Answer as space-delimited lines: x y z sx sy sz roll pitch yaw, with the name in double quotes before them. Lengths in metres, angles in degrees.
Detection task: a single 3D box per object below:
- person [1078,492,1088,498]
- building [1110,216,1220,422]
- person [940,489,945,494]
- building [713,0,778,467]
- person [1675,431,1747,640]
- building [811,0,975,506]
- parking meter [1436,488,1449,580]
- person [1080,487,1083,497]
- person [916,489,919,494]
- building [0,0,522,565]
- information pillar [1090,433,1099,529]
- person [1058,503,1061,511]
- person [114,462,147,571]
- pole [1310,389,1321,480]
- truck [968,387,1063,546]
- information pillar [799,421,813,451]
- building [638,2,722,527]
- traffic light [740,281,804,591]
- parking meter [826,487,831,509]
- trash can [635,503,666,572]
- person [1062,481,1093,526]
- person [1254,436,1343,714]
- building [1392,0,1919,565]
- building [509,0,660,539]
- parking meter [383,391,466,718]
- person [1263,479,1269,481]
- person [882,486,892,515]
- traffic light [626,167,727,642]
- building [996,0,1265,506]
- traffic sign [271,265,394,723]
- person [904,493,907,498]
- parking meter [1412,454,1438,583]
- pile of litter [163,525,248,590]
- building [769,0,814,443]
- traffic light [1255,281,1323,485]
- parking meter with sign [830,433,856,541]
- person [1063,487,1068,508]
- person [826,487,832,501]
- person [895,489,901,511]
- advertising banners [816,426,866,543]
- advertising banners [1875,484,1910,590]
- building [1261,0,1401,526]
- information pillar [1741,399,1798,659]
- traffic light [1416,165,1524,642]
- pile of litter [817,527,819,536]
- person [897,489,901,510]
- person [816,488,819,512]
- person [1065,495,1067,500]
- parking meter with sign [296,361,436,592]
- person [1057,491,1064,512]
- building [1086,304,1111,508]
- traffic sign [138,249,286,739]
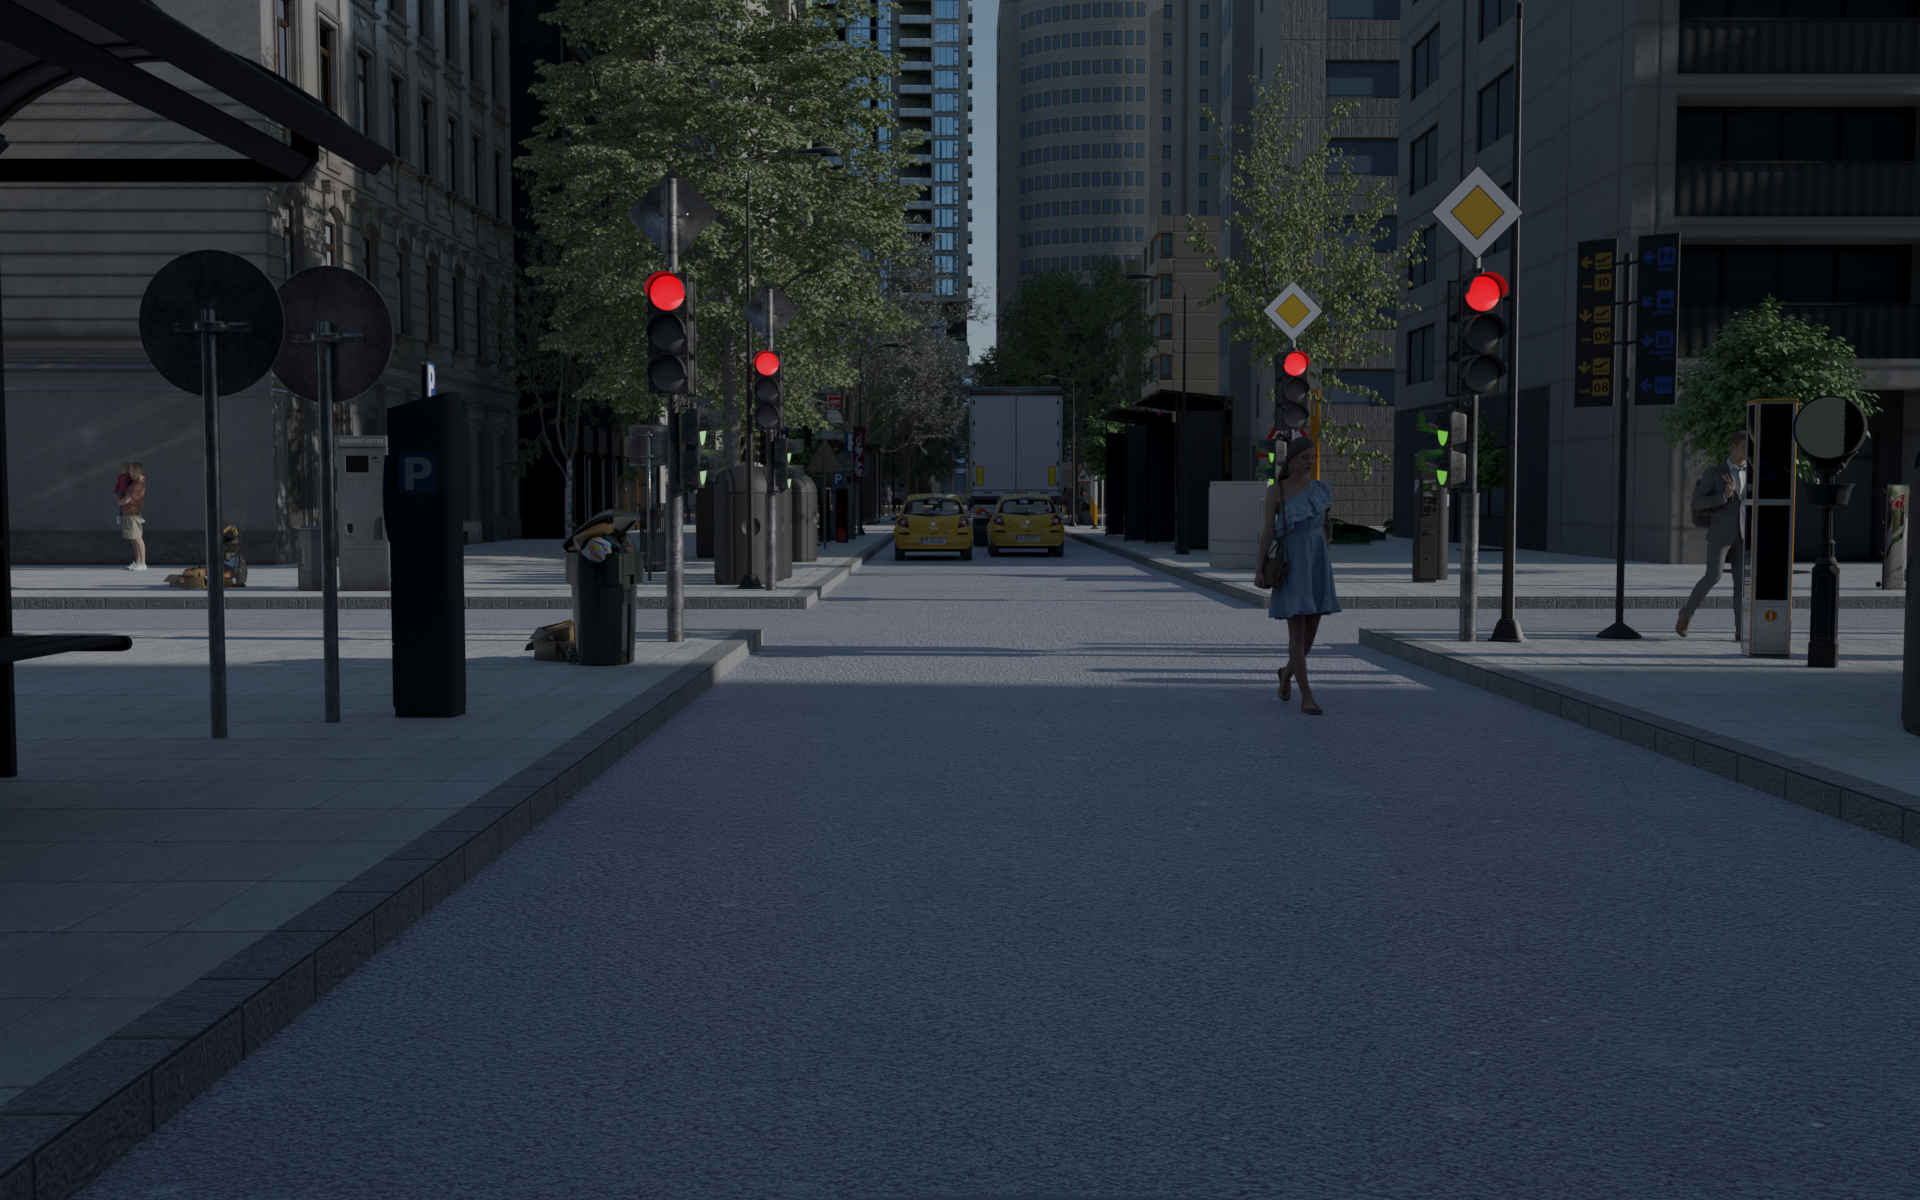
"person" 12.274 -10.141 172.537 1.217 1.739 0.721 0 4 3
"building" 26.017 -16.965 122.419 27.650 21.520 28.899 0 4 0
"person" -1.413 -8.206 142.749 1.350 1.814 0.705 0 4 -5
"building" -26.189 -31.918 111.104 28.713 52.752 27.495 0 4 0
"person" 6.772 -0.566 15.254 0.622 1.834 0.822 -1 4 -18
"building" -11.673 -54.174 198.415 31.000 86.520 22.319 0 4 0
"parking meter" 7.126 -1.073 25.949 0.372 1.533 0.369 0 3 0
"person" 9.315 -7.712 132.074 0.705 1.831 1.348 1 4 12
"person" -3.712 -8.747 149.840 1.217 1.735 0.721 -3 4 -36
"building" -17.039 -11.640 39.457 9.793 20.994 18.267 0 4 0
"information pillar" 4.899 -4.401 63.309 0.183 3.616 0.504 -1 4 -18
"person" 7.430 -7.513 128.811 1.348 1.831 0.705 1 4 14
"person" -13.940 -1.416 29.177 0.580 1.828 0.573 1 4 10
"pole" 6.932 -2.446 33.843 0.158 3.312 0.155 0 3 0
"truck" 1.583 -3.801 51.060 2.839 4.237 11.283 0 4 1
"information pillar" -4.576 -3.659 51.186 0.504 3.616 0.183 2 4 30
"building" -17.988 -17.631 74.177 13.634 28.700 20.117 0 4 0
"traffic light" -2.496 -2.079 22.916 0.839 4.253 0.868 0 4 0
"parking meter" -5.041 -3.471 65.162 0.372 1.533 0.369 0 3 0
"trash can" -4.979 -1.034 28.560 0.748 1.137 0.748 0 3 0
"person" 4.792 -3.949 70.820 0.699 1.804 1.509 -2 4 -33
"person" 2.215 -0.179 11.527 0.616 1.811 0.778 -1 4 -11
"building" 23.188 -36.780 39.599 20.611 71.187 20.563 0 4 0
"building" -17.356 -13.867 56.401 12.332 23.373 15.834 0 4 0
"parking meter" -3.089 -0.262 9.994 0.399 1.863 0.255 0 4 3
"person" 6.296 -1.811 35.828 0.592 1.802 0.473 -3 4 -38
"person" -4.425 -5.956 103.873 0.683 1.767 0.568 -2 4 -32
"traffic light" -2.453 -1.591 14.931 0.839 4.253 0.868 0 4 0
"building" 18.475 -40.169 198.762 28.212 58.520 21.231 0 4 0
"traffic sign" -3.532 -0.585 9.675 0.768 2.556 0.104 0 4 6
"person" -4.155 -8.453 144.255 1.348 1.822 0.705 -3 4 -38
"parking meter" 6.744 -1.186 25.104 0.255 1.863 0.399 0 4 -4
"pile of litter" -10.427 -0.612 23.965 1.176 0.858 1.719 0 4 -4
"building" -18.851 -27.495 133.142 14.154 41.232 14.086 0 4 0
"traffic light" 4.365 -2.082 22.969 0.839 4.253 0.868 0 4 0
"parking meter with sign" -3.293 -3.196 48.515 0.543 3.016 1.738 1 4 21
"person" 6.910 -6.516 113.305 1.217 1.735 0.721 2 4 28
"person" -8.920 -6.642 115.198 0.990 1.755 0.434 0 4 -3
"person" -4.854 -7.679 132.538 0.756 1.711 0.436 2 4 33
"advertising banners" -3.124 -3.019 45.546 0.090 3.025 2.074 -3 5 -42
"advertising banners" 13.182 -1.666 23.422 2.074 3.025 0.090 -2 4 -24
"building" 22.964 -32.970 81.054 21.231 58.520 28.212 0 4 0
"information pillar" 6.338 -0.556 13.575 0.304 2.012 0.304 1 4 12
"traffic light" 4.408 -1.594 14.984 0.839 4.253 0.868 0 4 0
"pile of litter" -4.667 -2.367 52.663 1.176 0.858 1.719 3 5 39
"person" -5.039 -8.214 141.131 0.721 1.735 1.217 0 4 4
"person" -10.301 -7.151 123.750 1.217 1.735 0.721 3 4 37
"person" 7.175 -6.395 111.385 1.217 1.735 0.721 -3 5 -43
"parking meter with sign" -7.873 -1.632 22.949 1.738 3.016 0.543 0 4 -6
"person" 6.236 -6.315 109.742 0.683 1.767 0.568 -2 4 -32
"building" 26.054 -18.774 151.986 27.650 21.520 28.899 0 4 0
"traffic sign" -3.900 -0.547 9.043 0.768 2.556 0.104 0 4 1
